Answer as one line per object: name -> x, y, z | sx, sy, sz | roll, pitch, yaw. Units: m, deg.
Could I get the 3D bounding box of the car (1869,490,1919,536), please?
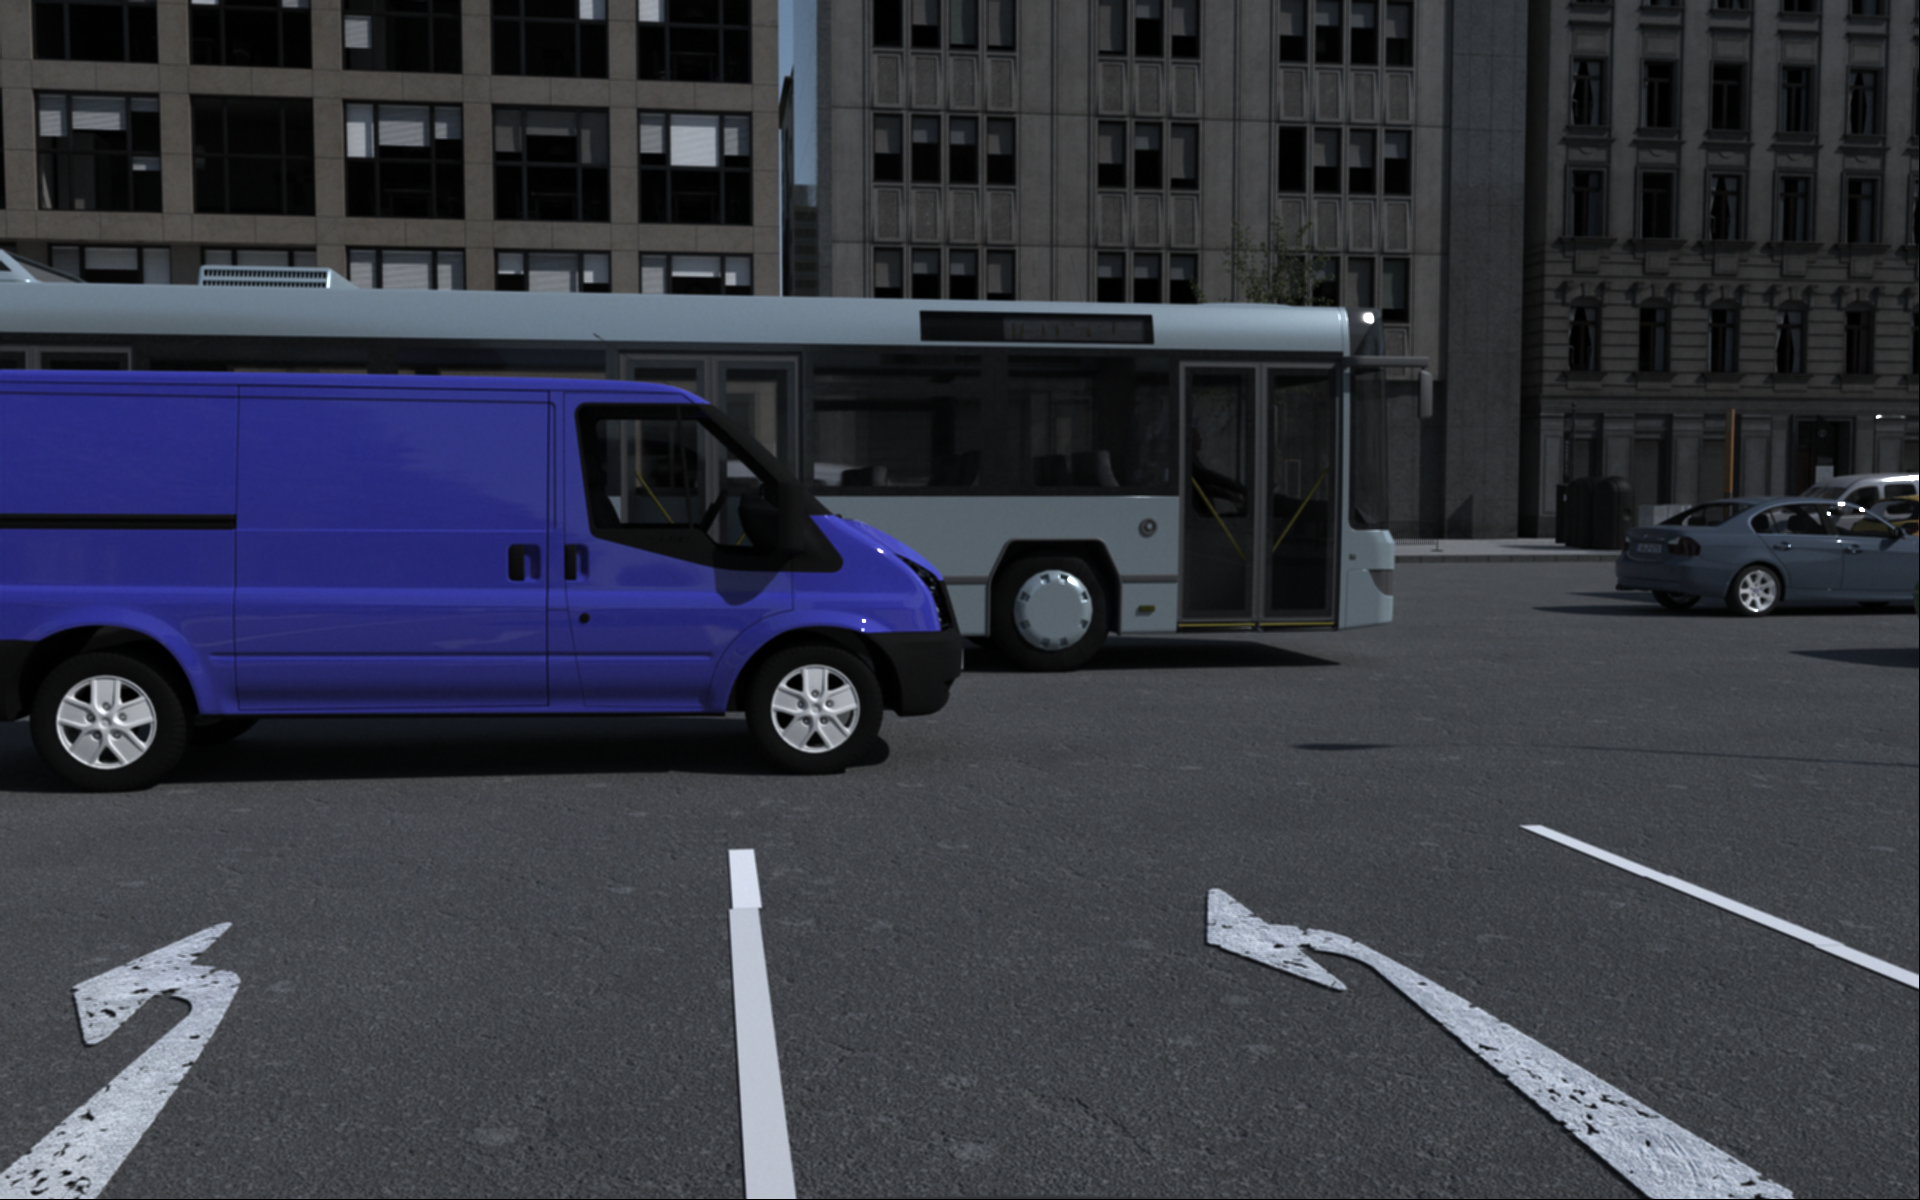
car -> 17.246, -1.180, 29.511 | 3.980, 1.641, 2.015 | -1, 4, -10

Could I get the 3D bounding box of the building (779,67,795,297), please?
building -> -8.896, -38.532, 219.231 | 27.495, 52.752, 28.713 | -1, 4, -8

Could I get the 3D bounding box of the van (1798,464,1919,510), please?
van -> 17.430, -1.656, 34.093 | 4.112, 2.044, 2.013 | -1, 4, -9

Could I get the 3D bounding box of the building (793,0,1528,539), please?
building -> 5.186, -14.378, 53.098 | 19.932, 24.808, 12.078 | -1, 4, -8

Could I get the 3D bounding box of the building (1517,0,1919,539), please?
building -> 24.798, -12.604, 55.226 | 18.267, 20.994, 9.793 | -1, 4, -8

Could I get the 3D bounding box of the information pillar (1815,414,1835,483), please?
information pillar -> 25.276, -3.629, 50.687 | 0.504, 3.616, 0.183 | 1, 4, 12

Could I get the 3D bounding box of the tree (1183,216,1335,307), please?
tree -> 7.967, -5.796, 45.122 | 4.737, 8.622, 4.395 | 0, 3, 0

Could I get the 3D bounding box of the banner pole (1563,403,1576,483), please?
banner pole -> 16.770, -3.528, 47.697 | 0.401, 3.779, 0.863 | 0, 4, -4

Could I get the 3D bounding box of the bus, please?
bus -> -2.233, -1.200, 14.481 | 13.247, 3.499, 2.948 | -1, 4, -10

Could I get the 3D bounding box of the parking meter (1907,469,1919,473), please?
parking meter -> 22.176, -2.109, 40.200 | 0.255, 1.863, 0.399 | 0, 4, -7

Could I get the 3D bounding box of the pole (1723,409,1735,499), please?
pole -> 18.443, -2.919, 41.566 | 0.158, 3.312, 0.155 | 0, 3, 0

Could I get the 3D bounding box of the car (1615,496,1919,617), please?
car -> 10.344, -0.558, 21.133 | 4.499, 1.417, 2.014 | -1, 4, -10

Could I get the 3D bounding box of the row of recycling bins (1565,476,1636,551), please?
row of recycling bins -> 15.081, -2.071, 40.970 | 1.069, 1.692, 3.534 | 0, 4, 6

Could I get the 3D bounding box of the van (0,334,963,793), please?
van -> -2.609, -0.305, 9.376 | 5.245, 2.365, 2.240 | -1, 4, -9

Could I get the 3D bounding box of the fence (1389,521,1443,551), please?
fence -> 9.913, -1.403, 38.314 | 2.069, 0.683, 0.278 | -2, 4, -35

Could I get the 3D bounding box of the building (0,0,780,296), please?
building -> -23.004, -15.177, 52.660 | 34.151, 26.468, 19.350 | -1, 4, -8

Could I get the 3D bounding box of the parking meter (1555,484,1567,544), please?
parking meter -> 15.699, -2.241, 45.049 | 0.372, 1.533, 0.369 | 0, 3, 0

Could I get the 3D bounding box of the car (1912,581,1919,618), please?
car -> 10.738, -0.370, 14.846 | 4.718, 1.807, 1.959 | 0, 4, -7

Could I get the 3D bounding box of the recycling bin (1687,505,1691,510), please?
recycling bin -> 17.172, -1.793, 41.874 | 0.722, 1.027, 0.722 | 0, 4, 1

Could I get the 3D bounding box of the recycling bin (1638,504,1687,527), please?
recycling bin -> 15.280, -1.542, 37.773 | 0.722, 1.027, 0.722 | 0, 4, -1
